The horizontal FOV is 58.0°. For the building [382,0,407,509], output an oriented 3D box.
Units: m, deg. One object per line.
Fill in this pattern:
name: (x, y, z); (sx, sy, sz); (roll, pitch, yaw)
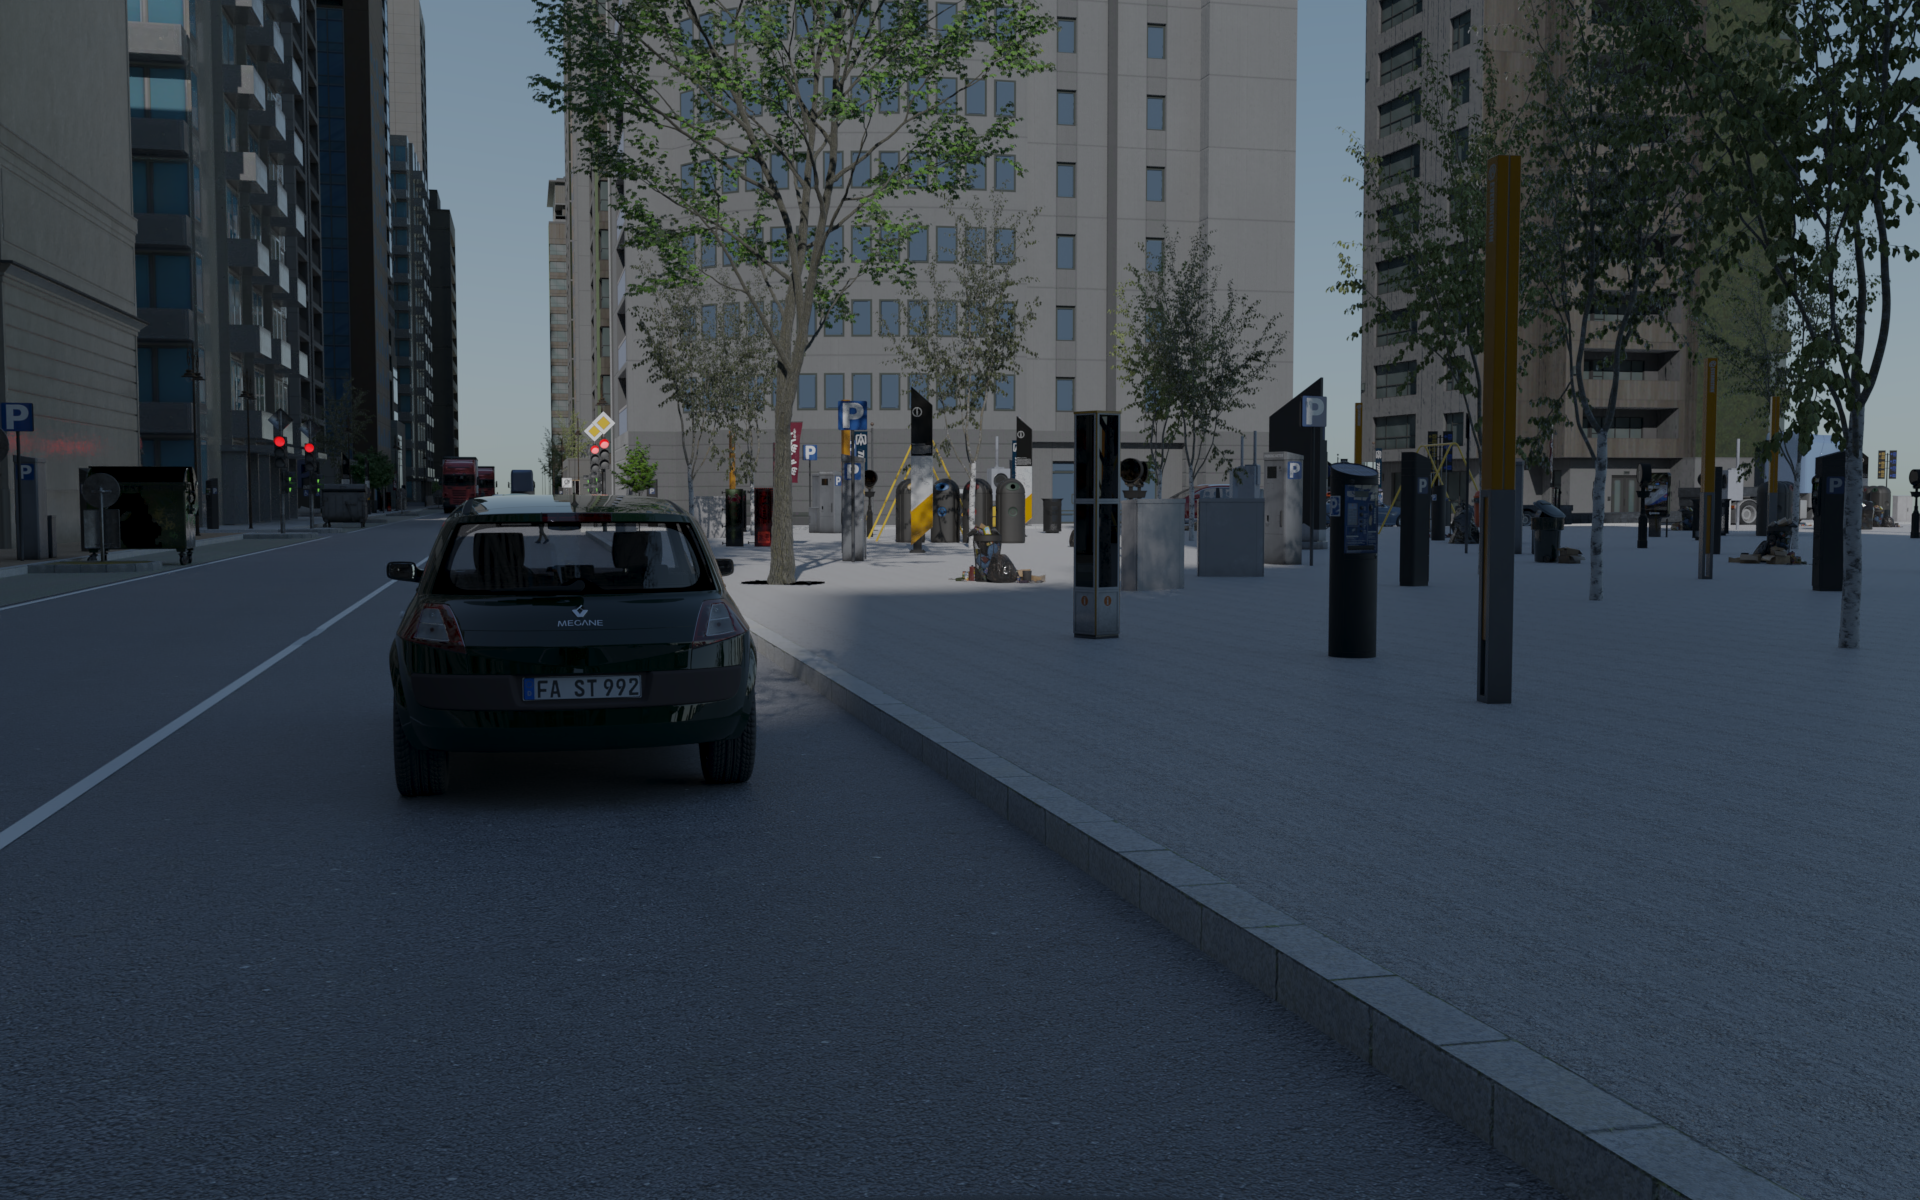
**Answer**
building: (-63.519, -51.862, 160.617); (22.319, 86.520, 31.000); (-1, 4, -14)

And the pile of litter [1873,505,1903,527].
pile of litter: (35.516, -3.247, 67.056); (1.176, 0.858, 1.719); (-3, 5, -44)

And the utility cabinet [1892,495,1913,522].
utility cabinet: (44.126, -4.277, 81.088); (1.020, 1.237, 0.306); (-2, 4, -24)

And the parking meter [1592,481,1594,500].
parking meter: (24.585, -3.732, 66.722); (0.399, 1.863, 0.255); (0, 4, -5)

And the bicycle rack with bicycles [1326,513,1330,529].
bicycle rack with bicycles: (12.081, -2.973, 61.992); (2.925, 0.926, 2.852); (-2, 4, -24)

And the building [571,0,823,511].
building: (-26.374, -38.180, 166.245); (21.231, 58.520, 28.212); (-1, 4, -14)

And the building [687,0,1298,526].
building: (-1.710, -32.924, 80.308); (28.212, 58.520, 21.231); (-1, 4, -14)

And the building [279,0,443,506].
building: (-86.428, -49.900, 254.113); (20.563, 71.187, 20.611); (-1, 4, -14)

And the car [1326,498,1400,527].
car: (16.487, -3.614, 71.094); (4.499, 1.417, 2.014); (-1, 4, -12)

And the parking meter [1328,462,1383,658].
parking meter: (3.100, -0.320, 13.647); (0.372, 1.533, 0.369); (0, 3, 0)

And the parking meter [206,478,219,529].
parking meter: (-27.268, -3.513, 63.150); (0.255, 1.863, 0.399); (1, 4, 19)

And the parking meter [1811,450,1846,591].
parking meter: (11.494, -1.051, 22.895); (0.399, 1.863, 0.255); (0, 4, 6)

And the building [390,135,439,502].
building: (-82.060, -37.309, 229.607); (23.786, 49.044, 30.456); (-1, 4, -14)

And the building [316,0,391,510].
building: (-54.370, -30.010, 140.777); (14.600, 45.320, 14.200); (-1, 4, -14)

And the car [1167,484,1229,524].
car: (9.540, -3.613, 67.753); (5.304, 1.827, 2.281); (-1, 4, -15)

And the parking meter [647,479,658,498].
parking meter: (-11.918, -3.753, 67.079); (0.399, 1.863, 0.255); (0, 4, 0)

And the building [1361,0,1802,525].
building: (28.357, -18.927, 81.155); (14.107, 30.474, 14.160); (-1, 4, -14)

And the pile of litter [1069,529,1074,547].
pile of litter: (3.289, -1.723, 42.135); (1.176, 0.858, 1.719); (3, 5, 40)

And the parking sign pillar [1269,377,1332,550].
parking sign pillar: (7.898, -3.183, 40.517); (1.447, 3.967, 1.447); (2, 4, 35)

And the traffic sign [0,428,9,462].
traffic sign: (-17.493, -1.899, 31.148); (0.768, 2.556, 0.104); (-1, 4, -8)

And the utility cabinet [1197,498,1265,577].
utility cabinet: (4.216, -0.969, 27.000); (1.020, 1.237, 0.306); (0, 4, 4)

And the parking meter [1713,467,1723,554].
parking meter: (16.080, -1.911, 36.949); (0.255, 1.863, 0.399); (1, 4, 13)

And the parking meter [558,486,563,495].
parking meter: (-30.689, -7.807, 133.356); (0.399, 1.863, 0.255); (0, 4, -4)

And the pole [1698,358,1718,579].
pole: (11.250, -1.970, 26.046); (0.158, 3.312, 0.155); (0, 3, 0)

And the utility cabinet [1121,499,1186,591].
utility cabinet: (2.591, -0.741, 23.273); (1.020, 1.237, 0.306); (-3, 5, -44)

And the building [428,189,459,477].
building: (-91.378, -39.853, 275.295); (21.300, 48.544, 21.600); (-1, 4, -14)

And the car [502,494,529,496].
car: (-19.778, -4.000, 77.202); (2.131, 1.459, 4.920); (-1, 4, -15)

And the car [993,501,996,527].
car: (0.453, -3.508, 67.575); (3.980, 1.641, 2.015); (-1, 4, -13)

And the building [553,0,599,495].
building: (-47.388, -49.368, 245.423); (20.563, 71.187, 20.611); (-1, 4, -14)

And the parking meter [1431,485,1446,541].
parking meter: (13.204, -2.408, 47.784); (0.372, 1.533, 0.369); (0, 3, 0)

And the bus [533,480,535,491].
bus: (-67.919, -17.070, 270.648); (2.896, 3.916, 12.252); (-1, 4, -15)

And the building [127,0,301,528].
building: (-41.338, -27.841, 74.801); (23.786, 49.044, 30.456); (-1, 4, -14)

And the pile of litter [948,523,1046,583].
pile of litter: (0.551, -0.707, 25.530); (1.176, 0.858, 1.719); (-2, 4, -27)

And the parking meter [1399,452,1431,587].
parking meter: (6.350, -1.128, 24.147); (0.399, 1.863, 0.255); (-3, 4, -37)

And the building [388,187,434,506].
building: (-74.541, -30.317, 187.565); (32.217, 40.220, 23.993); (-1, 4, -14)

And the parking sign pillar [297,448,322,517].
parking sign pillar: (-37.018, -6.722, 98.379); (1.447, 3.967, 1.447); (1, 4, 21)

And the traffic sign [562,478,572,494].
traffic sign: (-25.147, -6.651, 110.869); (0.606, 2.300, 0.079); (-1, 4, -11)

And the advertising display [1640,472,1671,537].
advertising display: (20.734, -2.840, 51.643); (0.123, 1.923, 0.974); (-2, 4, -30)

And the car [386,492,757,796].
car: (-2.210, 0.002, 9.752); (2.009, 1.686, 4.222); (-1, 4, -14)

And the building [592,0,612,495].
building: (-13.692, -20.001, 98.715); (14.160, 30.474, 14.107); (-1, 4, -14)

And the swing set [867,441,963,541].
swing set: (-1.072, -3.110, 48.474); (2.862, 2.851, 3.119); (0, 4, -7)

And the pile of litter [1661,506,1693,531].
pile of litter: (25.499, -2.864, 60.791); (1.719, 0.858, 1.176); (3, 4, 37)

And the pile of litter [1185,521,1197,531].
pile of litter: (8.276, -2.855, 60.639); (1.176, 0.858, 1.719); (0, 4, 7)

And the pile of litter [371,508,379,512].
pile of litter: (-42.170, -6.682, 123.213); (1.719, 0.858, 1.176); (-1, 4, -22)

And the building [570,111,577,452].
building: (-34.447, -32.813, 186.598); (14.600, 45.320, 14.200); (-1, 4, -14)

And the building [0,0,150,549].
building: (-37.765, -12.852, 43.407); (30.059, 22.955, 16.112); (-1, 4, -14)

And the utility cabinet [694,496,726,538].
utility cabinet: (-7.377, -2.416, 50.661); (1.020, 1.237, 0.306); (-1, 4, -16)

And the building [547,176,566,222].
building: (-52.558, -42.506, 284.206); (28.713, 52.752, 27.495); (-1, 4, -14)

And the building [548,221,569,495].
building: (-54.883, -35.396, 262.313); (14.154, 41.232, 14.086); (-1, 4, -14)

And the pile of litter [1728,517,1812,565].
pile of litter: (14.958, -1.101, 31.966); (1.176, 0.858, 1.719); (0, 4, -4)

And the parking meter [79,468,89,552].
parking meter: (-19.417, -2.015, 38.652); (0.399, 1.863, 0.255); (2, 4, 27)
